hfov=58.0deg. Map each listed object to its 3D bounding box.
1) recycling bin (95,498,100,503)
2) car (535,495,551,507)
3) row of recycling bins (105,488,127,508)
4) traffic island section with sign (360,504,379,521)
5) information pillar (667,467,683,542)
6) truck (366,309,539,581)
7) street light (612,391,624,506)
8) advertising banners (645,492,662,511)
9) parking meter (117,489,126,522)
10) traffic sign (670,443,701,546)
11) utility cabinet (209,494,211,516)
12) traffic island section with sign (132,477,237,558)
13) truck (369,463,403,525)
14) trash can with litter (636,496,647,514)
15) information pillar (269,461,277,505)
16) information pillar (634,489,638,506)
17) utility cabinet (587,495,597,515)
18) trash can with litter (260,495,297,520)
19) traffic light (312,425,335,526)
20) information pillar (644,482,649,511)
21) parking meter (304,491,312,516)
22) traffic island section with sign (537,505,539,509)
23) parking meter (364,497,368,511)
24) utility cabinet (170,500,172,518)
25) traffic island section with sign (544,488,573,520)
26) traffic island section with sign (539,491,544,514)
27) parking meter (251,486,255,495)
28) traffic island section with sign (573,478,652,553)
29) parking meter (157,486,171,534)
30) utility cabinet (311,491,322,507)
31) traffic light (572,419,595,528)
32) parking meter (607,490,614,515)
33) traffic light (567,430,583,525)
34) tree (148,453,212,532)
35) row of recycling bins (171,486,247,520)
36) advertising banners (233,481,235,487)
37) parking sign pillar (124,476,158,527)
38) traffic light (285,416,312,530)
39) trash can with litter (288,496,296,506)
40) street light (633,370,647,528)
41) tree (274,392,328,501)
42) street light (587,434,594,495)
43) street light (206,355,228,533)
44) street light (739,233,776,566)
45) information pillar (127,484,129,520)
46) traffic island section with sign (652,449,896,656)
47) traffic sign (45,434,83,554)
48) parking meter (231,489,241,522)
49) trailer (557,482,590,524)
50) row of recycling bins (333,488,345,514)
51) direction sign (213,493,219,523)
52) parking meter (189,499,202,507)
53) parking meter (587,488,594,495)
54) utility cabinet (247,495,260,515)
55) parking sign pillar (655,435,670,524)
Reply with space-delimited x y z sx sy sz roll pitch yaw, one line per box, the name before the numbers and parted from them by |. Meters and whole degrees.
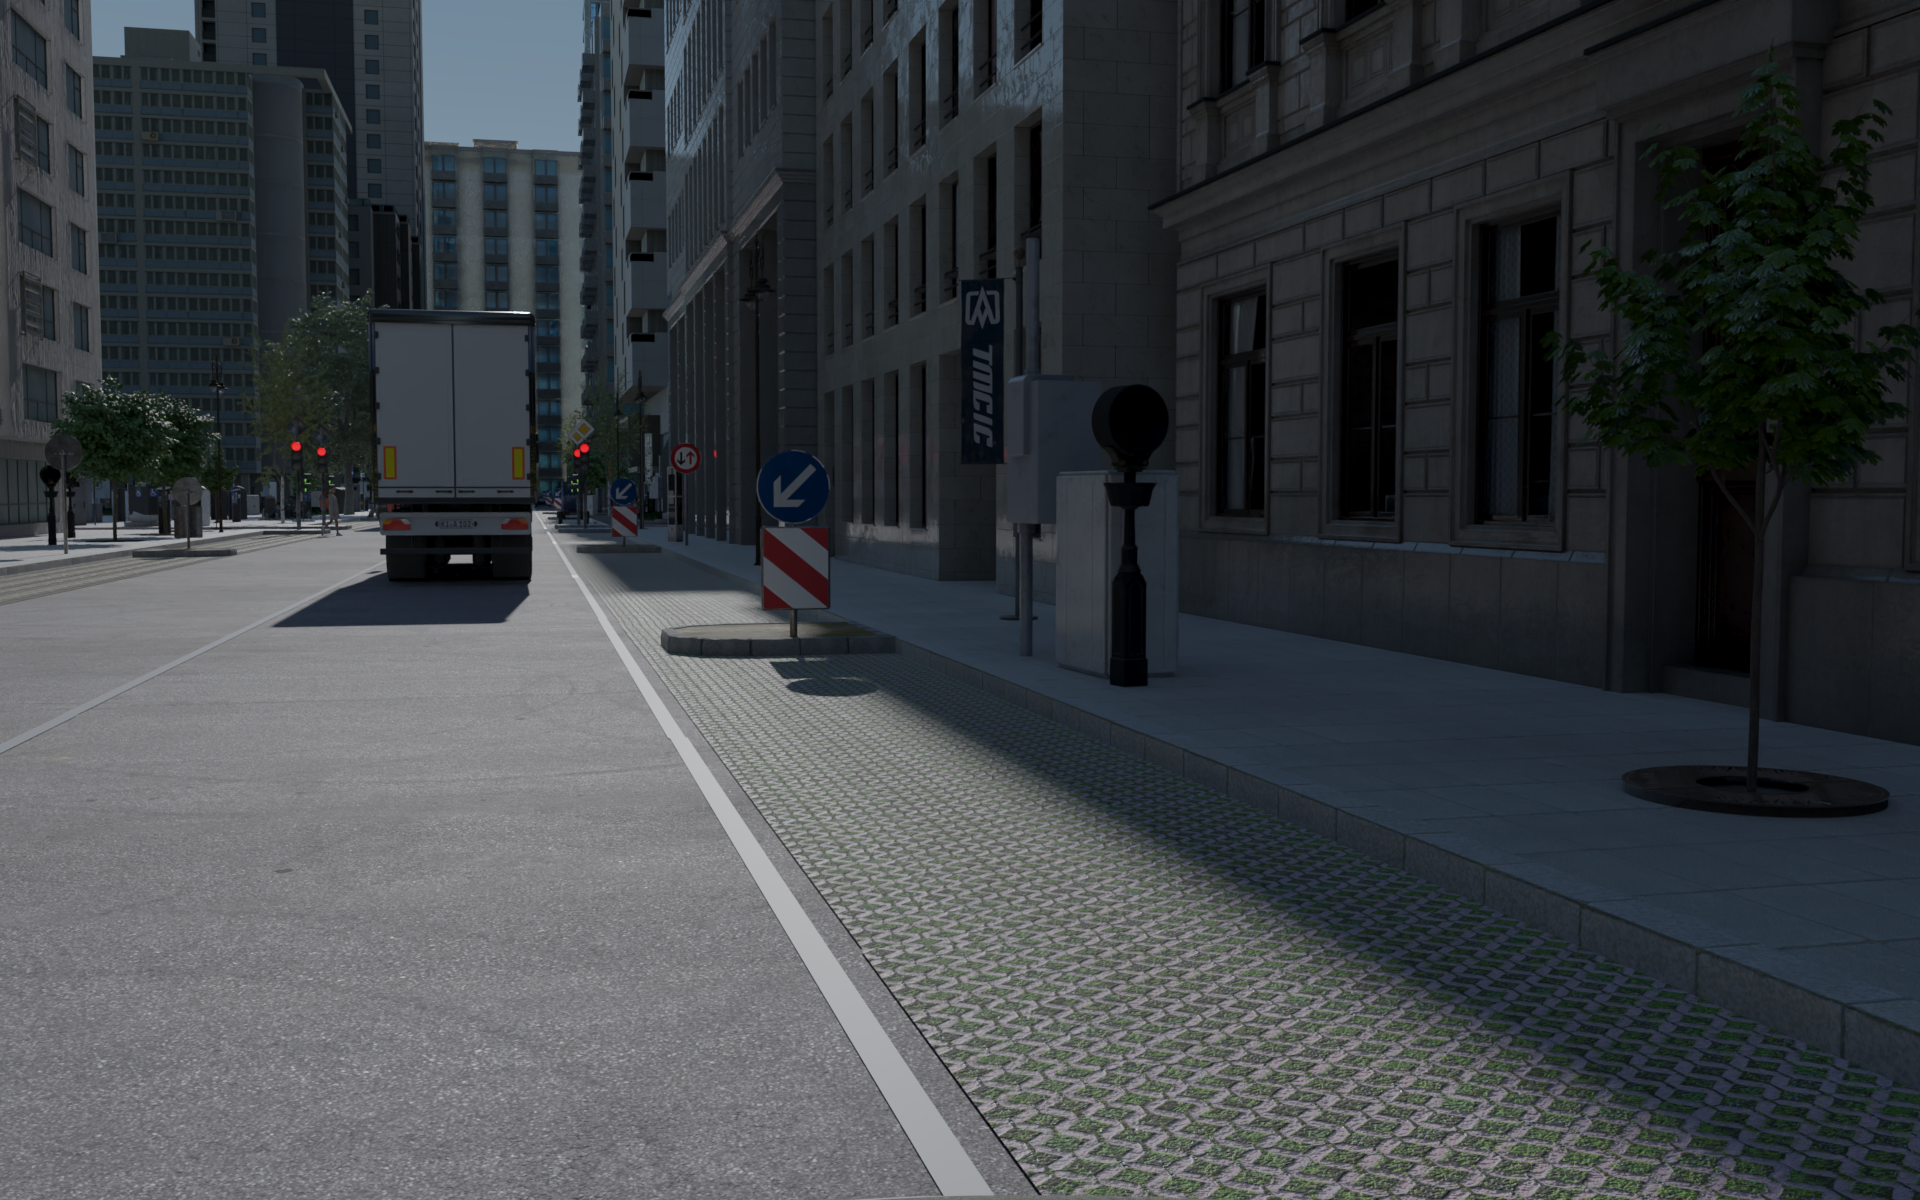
recycling bin | -64.879 -7.157 129.578 0.722 1.027 0.722 1 4 12
car | -45.721 -10.841 189.826 1.945 1.354 3.894 -1 4 -14
row of recycling bins | -54.308 -6.410 111.911 1.069 1.692 3.534 -3 5 -42
traffic island section with sign | -31.390 -5.213 93.855 1.989 1.847 2.006 -1 4 -14
information pillar | -7.655 -2.573 46.559 0.304 2.012 0.304 2 4 29
truck | -9.144 -2.630 31.912 2.839 4.237 11.283 -1 4 -15
street light | -15.367 -6.423 77.812 0.468 5.910 1.993 -1 4 -14
advertising banners | -15.793 -5.900 92.659 2.074 3.025 0.090 -1 4 -20
parking meter | -38.738 -4.376 79.961 0.372 1.533 0.369 0 3 0
traffic sign | -6.805 -2.627 43.057 0.768 2.556 0.104 0 4 -6
utility cabinet | -44.073 -5.612 100.441 1.173 1.500 0.318 0 4 4
traffic island section with sign | -17.827 -1.915 39.938 1.989 1.847 2.006 -1 4 -14
truck | -24.150 -5.371 76.728 2.839 4.237 11.283 -1 4 -12
trash can with litter | -17.912 -5.337 98.651 1.055 1.170 0.624 1 4 18
information pillar | -46.739 -7.736 117.832 0.504 3.616 0.183 0 4 5
information pillar | -27.266 -8.641 145.774 0.304 2.012 0.304 -2 4 -25
utility cabinet | -22.263 -5.725 104.765 0.306 1.237 1.020 -2 4 -31
trash can with litter | -33.709 -4.564 85.673 2.233 1.210 1.678 -2 4 -35
traffic light | -25.653 -4.946 69.789 0.839 4.253 0.868 -1 4 -14
information pillar | -19.046 -6.179 105.511 0.304 2.012 0.304 1 4 14
parking meter | -37.650 -5.602 100.000 0.372 1.533 0.369 0 3 0
traffic island section with sign | -40.837 -9.956 171.407 1.989 1.847 2.006 -1 4 -14
parking meter | -43.901 -7.309 127.906 0.372 1.533 0.369 0 3 0
utility cabinet | -42.321 -5.126 92.496 0.318 1.500 1.173 -2 4 -28
traffic island section with sign | -21.917 -5.357 96.221 1.989 1.847 2.006 -1 4 -14
traffic island section with sign | -28.560 -6.971 122.611 1.989 1.847 2.006 -1 4 -14
parking meter | -53.885 -7.724 132.005 0.255 1.863 0.399 -1 4 -13
traffic island section with sign | -8.398 -2.072 42.513 1.989 1.847 2.006 -1 4 -14
parking meter | -25.662 -2.902 55.855 0.372 1.533 0.369 0 3 0
utility cabinet | -47.713 -7.302 128.068 0.318 1.500 1.173 2 4 26
traffic light | -13.998 -4.622 64.496 0.839 4.253 0.868 -1 4 -14
parking meter | -21.013 -5.853 104.101 0.372 1.533 0.369 0 3 0
traffic light | -15.947 -5.096 72.240 0.839 4.253 0.868 -1 4 -14
tree | -26.774 -3.941 59.038 1.663 3.219 1.824 0 3 0
row of recycling bins | -37.612 -4.876 86.834 3.534 1.692 1.069 -3 4 -37
advertising banners | -57.480 -8.591 136.647 0.090 3.025 2.074 -2 4 -35
parking sign pillar | -32.442 -4.909 68.742 1.447 3.967 1.447 2 4 31
traffic light | -23.703 -4.472 62.045 0.839 4.253 0.868 -1 4 -14
trash can with litter | -47.624 -6.865 123.631 0.624 1.170 1.055 0 4 -4
street light | -11.876 -5.604 64.414 0.468 5.910 1.993 -1 4 -14
tree | -45.885 -10.411 120.577 4.360 8.622 3.978 0 3 0
street light | -23.747 -8.477 111.389 0.468 5.910 1.993 -1 4 -14
street light | -24.690 -5.193 57.701 0.468 5.910 1.993 -1 4 -14
street light | -3.617 -3.558 30.955 0.468 5.910 1.993 -1 4 -14
information pillar | -39.958 -4.836 83.557 0.304 2.012 0.304 -1 4 -13
traffic island section with sign | -1.766 -0.461 16.163 1.989 1.847 2.006 -1 4 -14
traffic sign | -19.160 -2.259 37.045 0.768 2.556 0.104 0 4 -6
parking meter | -33.062 -4.324 79.107 0.372 1.533 0.369 0 3 0
trailer | -18.293 -4.567 81.711 1.471 1.999 3.904 -1 4 -15
row of recycling bins | -40.296 -6.457 112.677 1.069 1.692 3.534 -1 4 -10
direction sign | -32.801 -5.165 76.449 0.379 3.537 0.876 -1 4 -22
parking meter | -22.946 -2.662 51.940 0.372 1.533 0.369 0 3 0
parking meter | -24.210 -6.597 113.578 0.399 1.863 0.255 2 4 24
utility cabinet | -43.016 -5.740 105.014 0.306 1.237 1.020 3 4 38
parking sign pillar | -12.498 -5.293 75.019 1.447 3.967 1.447 -2 4 -28
